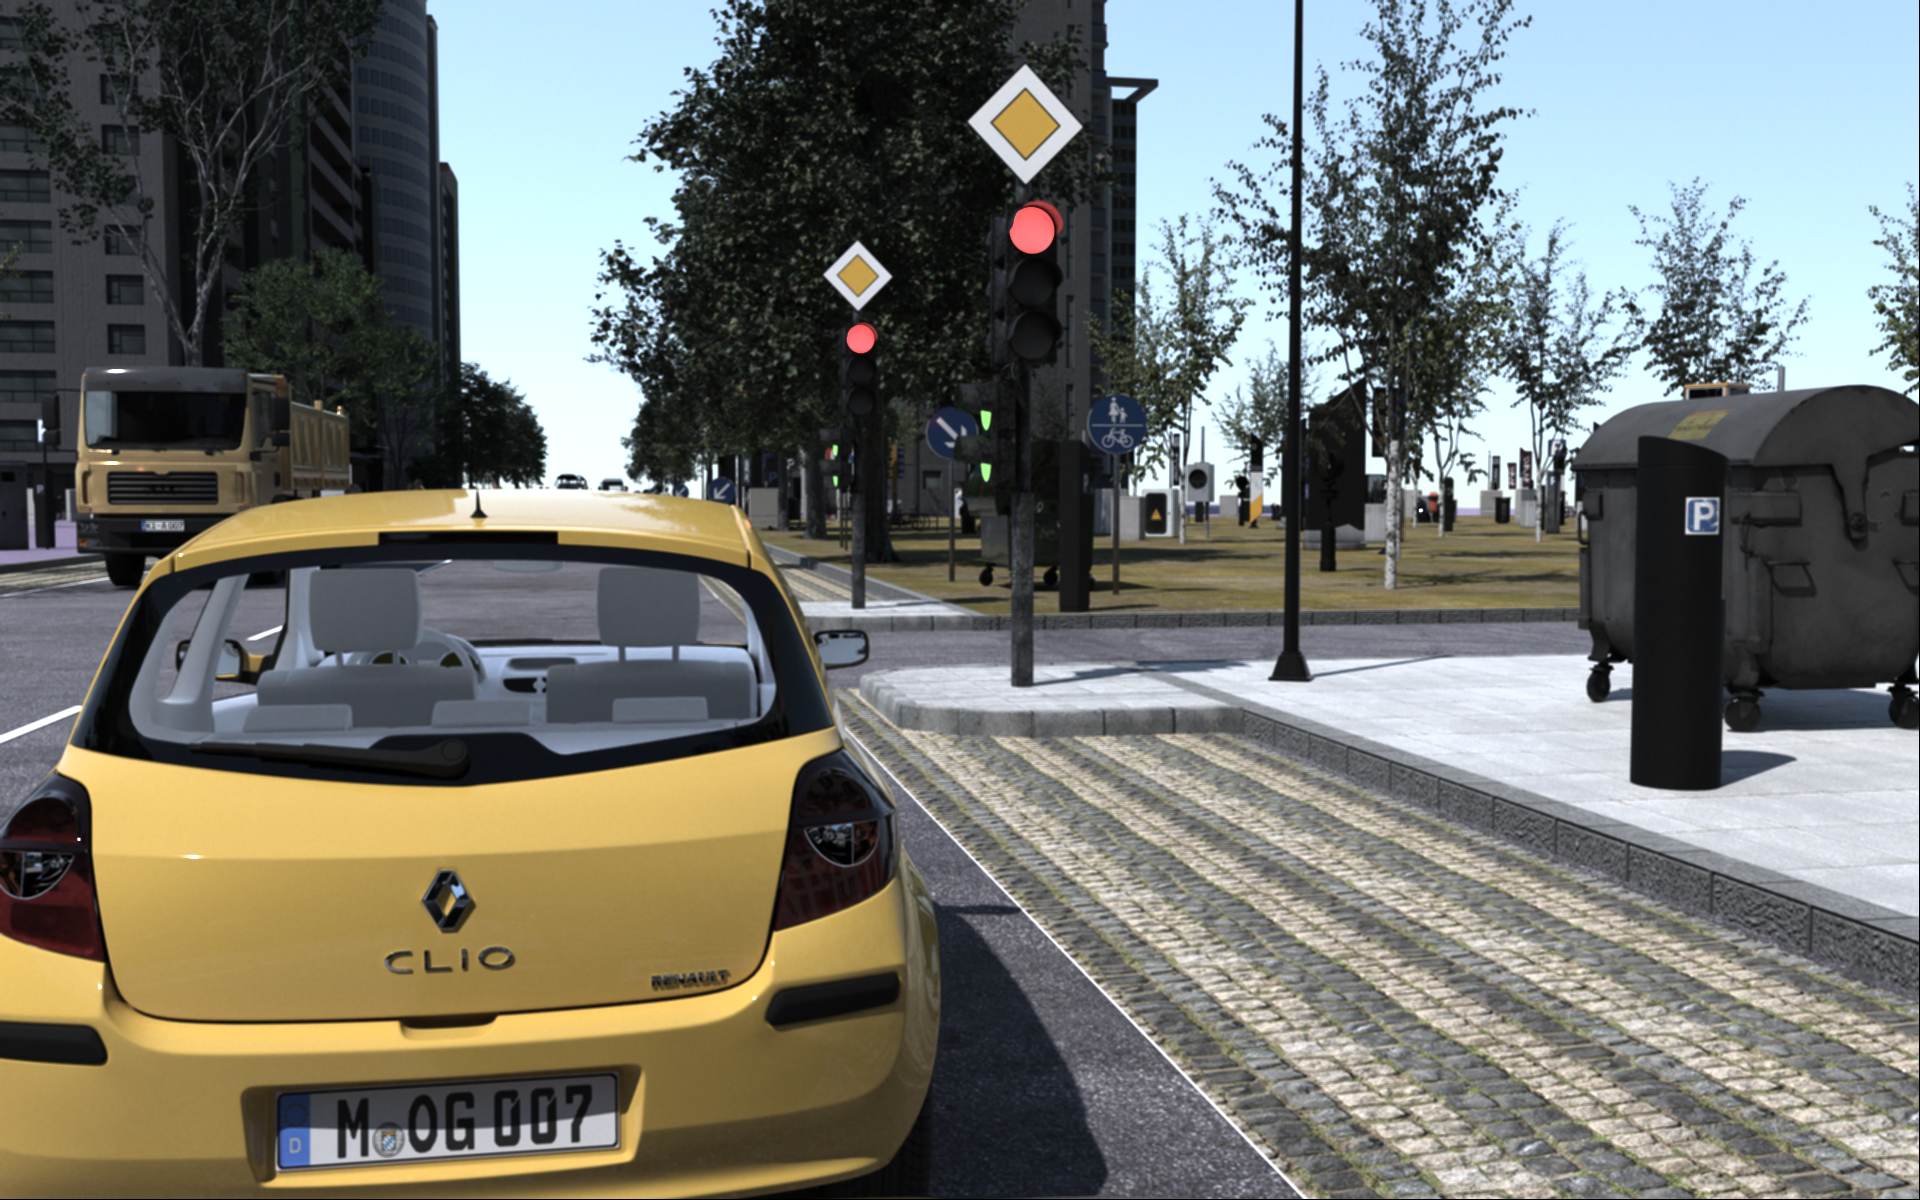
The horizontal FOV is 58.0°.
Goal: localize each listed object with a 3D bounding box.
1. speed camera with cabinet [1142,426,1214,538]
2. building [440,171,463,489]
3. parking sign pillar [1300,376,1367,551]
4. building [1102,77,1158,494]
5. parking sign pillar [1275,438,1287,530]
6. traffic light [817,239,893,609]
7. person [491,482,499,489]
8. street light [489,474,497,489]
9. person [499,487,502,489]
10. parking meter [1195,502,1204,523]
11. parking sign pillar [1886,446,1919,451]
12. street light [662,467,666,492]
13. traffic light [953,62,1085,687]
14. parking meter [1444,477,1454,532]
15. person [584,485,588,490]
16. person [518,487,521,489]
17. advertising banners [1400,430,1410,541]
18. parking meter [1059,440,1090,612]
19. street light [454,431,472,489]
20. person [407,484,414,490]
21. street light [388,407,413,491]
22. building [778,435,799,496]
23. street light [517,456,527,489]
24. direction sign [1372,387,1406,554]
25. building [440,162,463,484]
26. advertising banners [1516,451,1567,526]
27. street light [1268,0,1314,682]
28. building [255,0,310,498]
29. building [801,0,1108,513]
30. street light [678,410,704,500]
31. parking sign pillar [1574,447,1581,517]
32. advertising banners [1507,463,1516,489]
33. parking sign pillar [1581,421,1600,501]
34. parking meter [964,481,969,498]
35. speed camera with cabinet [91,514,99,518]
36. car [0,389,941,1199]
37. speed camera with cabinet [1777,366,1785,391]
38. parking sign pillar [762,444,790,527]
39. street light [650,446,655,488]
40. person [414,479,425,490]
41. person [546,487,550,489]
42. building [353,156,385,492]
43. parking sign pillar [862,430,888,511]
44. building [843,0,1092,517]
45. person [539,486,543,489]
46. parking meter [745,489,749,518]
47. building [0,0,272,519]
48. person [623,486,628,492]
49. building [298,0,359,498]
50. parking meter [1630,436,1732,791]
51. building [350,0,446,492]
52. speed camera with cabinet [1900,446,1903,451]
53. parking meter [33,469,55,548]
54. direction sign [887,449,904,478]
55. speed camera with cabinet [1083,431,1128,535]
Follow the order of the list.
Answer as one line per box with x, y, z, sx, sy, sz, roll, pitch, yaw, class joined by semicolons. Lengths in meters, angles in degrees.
6.344;-3.432;50.442;2.038;3.252;0.660;2;4;25;speed camera with cabinet
-69.209;-32.337;212.302;14.154;41.232;14.086;-1;4;-11;building
8.575;-3.125;39.573;1.447;3.967;1.447;0;4;-2;parking sign pillar
-1.402;-28.187;152.746;32.217;40.220;23.993;-1;4;-11;building
12.061;-4.501;62.056;1.447;3.967;1.447;-2;4;-24;parking sign pillar
-1.157;-1.857;19.289;0.839;4.253;0.868;-1;4;-11;traffic light
-14.451;-2.793;54.355;0.592;1.802;0.473;1;4;18;person
-44.322;-11.778;165.105;1.470;5.913;1.316;-1;4;-11;street light
-20.927;-4.251;78.495;0.515;1.767;0.782;0;4;-1;person
10.786;-4.412;77.851;0.399;1.863;0.255;1;4;15;parking meter
42.351;-5.488;78.202;1.447;3.967;1.447;-1;4;-8;parking sign pillar
-21.934;-9.738;131.756;1.470;5.913;1.316;-1;4;-11;street light
0.397;-1.378;11.456;0.839;4.253;0.868;-1;4;-11;traffic light
16.683;-3.269;59.153;0.255;1.863;0.399;0;4;3;parking meter
-14.261;-3.486;65.842;0.624;1.780;0.694;-3;5;-43;person
-23.353;-5.066;91.533;0.583;1.804;0.606;0;4;-5;person
11.895;-3.096;46.800;0.090;3.025;2.074;2;4;30;advertising banners
1.254;-0.807;18.912;0.255;1.863;0.399;1;4;20;parking meter
-36.915;-9.537;128.475;1.470;5.913;1.316;-1;4;-11;street light
-18.298;-2.985;57.665;0.694;1.780;0.624;-2;4;-30;person
-29.706;-7.304;91.955;1.470;5.913;1.316;-1;4;-11;street light
-17.008;-36.364;214.158;23.786;49.044;30.456;-1;4;-11;building
-53.325;-14.567;210.711;1.470;5.913;1.316;-1;4;-11;street light
9.131;-2.749;36.937;0.876;3.537;0.379;-2;4;-26;direction sign
-73.110;-35.256;226.551;14.600;45.320;14.200;-1;4;-11;building
23.722;-4.542;70.444;2.074;3.025;0.090;-1;4;-9;advertising banners
1.761;-2.396;11.713;1.470;5.913;1.316;-1;4;-11;street light
-49.656;-25.995;108.605;14.154;41.232;14.086;-1;4;-11;building
-1.088;-35.678;125.328;21.231;58.520;28.212;-1;4;-11;building
-14.645;-7.484;94.910;1.470;5.913;1.316;-1;4;-11;street light
35.719;-6.731;98.522;1.447;3.967;1.447;0;4;-3;parking sign pillar
31.485;-6.131;96.422;2.074;3.025;0.090;0;4;5;advertising banners
23.916;-4.604;63.750;1.447;3.967;1.447;2;4;35;parking sign pillar
0.352;-4.349;76.823;0.255;1.863;0.399;2;4;32;parking meter
-33.184;-4.518;68.203;2.038;3.252;0.660;1;4;8;speed camera with cabinet
-1.167;0.342;4.634;2.015;1.641;3.980;-1;4;-11;car
13.284;-2.022;27.388;2.038;3.252;0.660;-2;4;-24;speed camera with cabinet
-7.337;-4.811;67.129;1.447;3.967;1.447;-1;4;-14;parking sign pillar
-30.960;-12.500;176.919;1.470;5.913;1.316;-1;4;-11;street light
-13.441;-2.094;42.985;0.600;1.795;0.529;3;5;42;person
-20.587;-4.745;86.427;0.374;1.781;0.599;2;4;33;person
-56.468;-22.800;144.483;14.160;30.474;14.107;-1;4;-11;building
-3.639;-5.034;70.773;1.447;3.967;1.447;-1;4;-14;parking sign pillar
-0.574;-25.701;103.799;14.154;41.232;14.086;-1;4;-11;building
-20.566;-4.665;84.869;0.616;1.811;0.778;-3;4;-36;person
-8.529;-3.774;70.116;0.372;1.533;0.369;0;3;0;parking meter
-46.275;-19.767;94.892;14.160;30.474;14.107;-1;4;-11;building
-16.073;-4.624;84.117;0.660;1.820;0.620;3;5;44;person
-56.497;-30.672;125.185;21.300;48.544;21.600;-1;4;-11;building
3.166;0.048;7.622;0.372;1.533;0.369;0;3;0;parking meter
-69.253;-39.648;190.247;21.231;58.520;28.212;-1;4;-11;building
31.103;-3.939;58.745;2.038;3.252;0.660;2;4;31;speed camera with cabinet
-21.817;-2.174;41.250;0.399;1.863;0.255;1;4;11;parking meter
-3.222;-5.767;86.294;0.876;3.537;0.379;0;4;5;direction sign
4.335;-3.686;54.609;2.038;3.252;0.660;-2;4;-34;speed camera with cabinet
